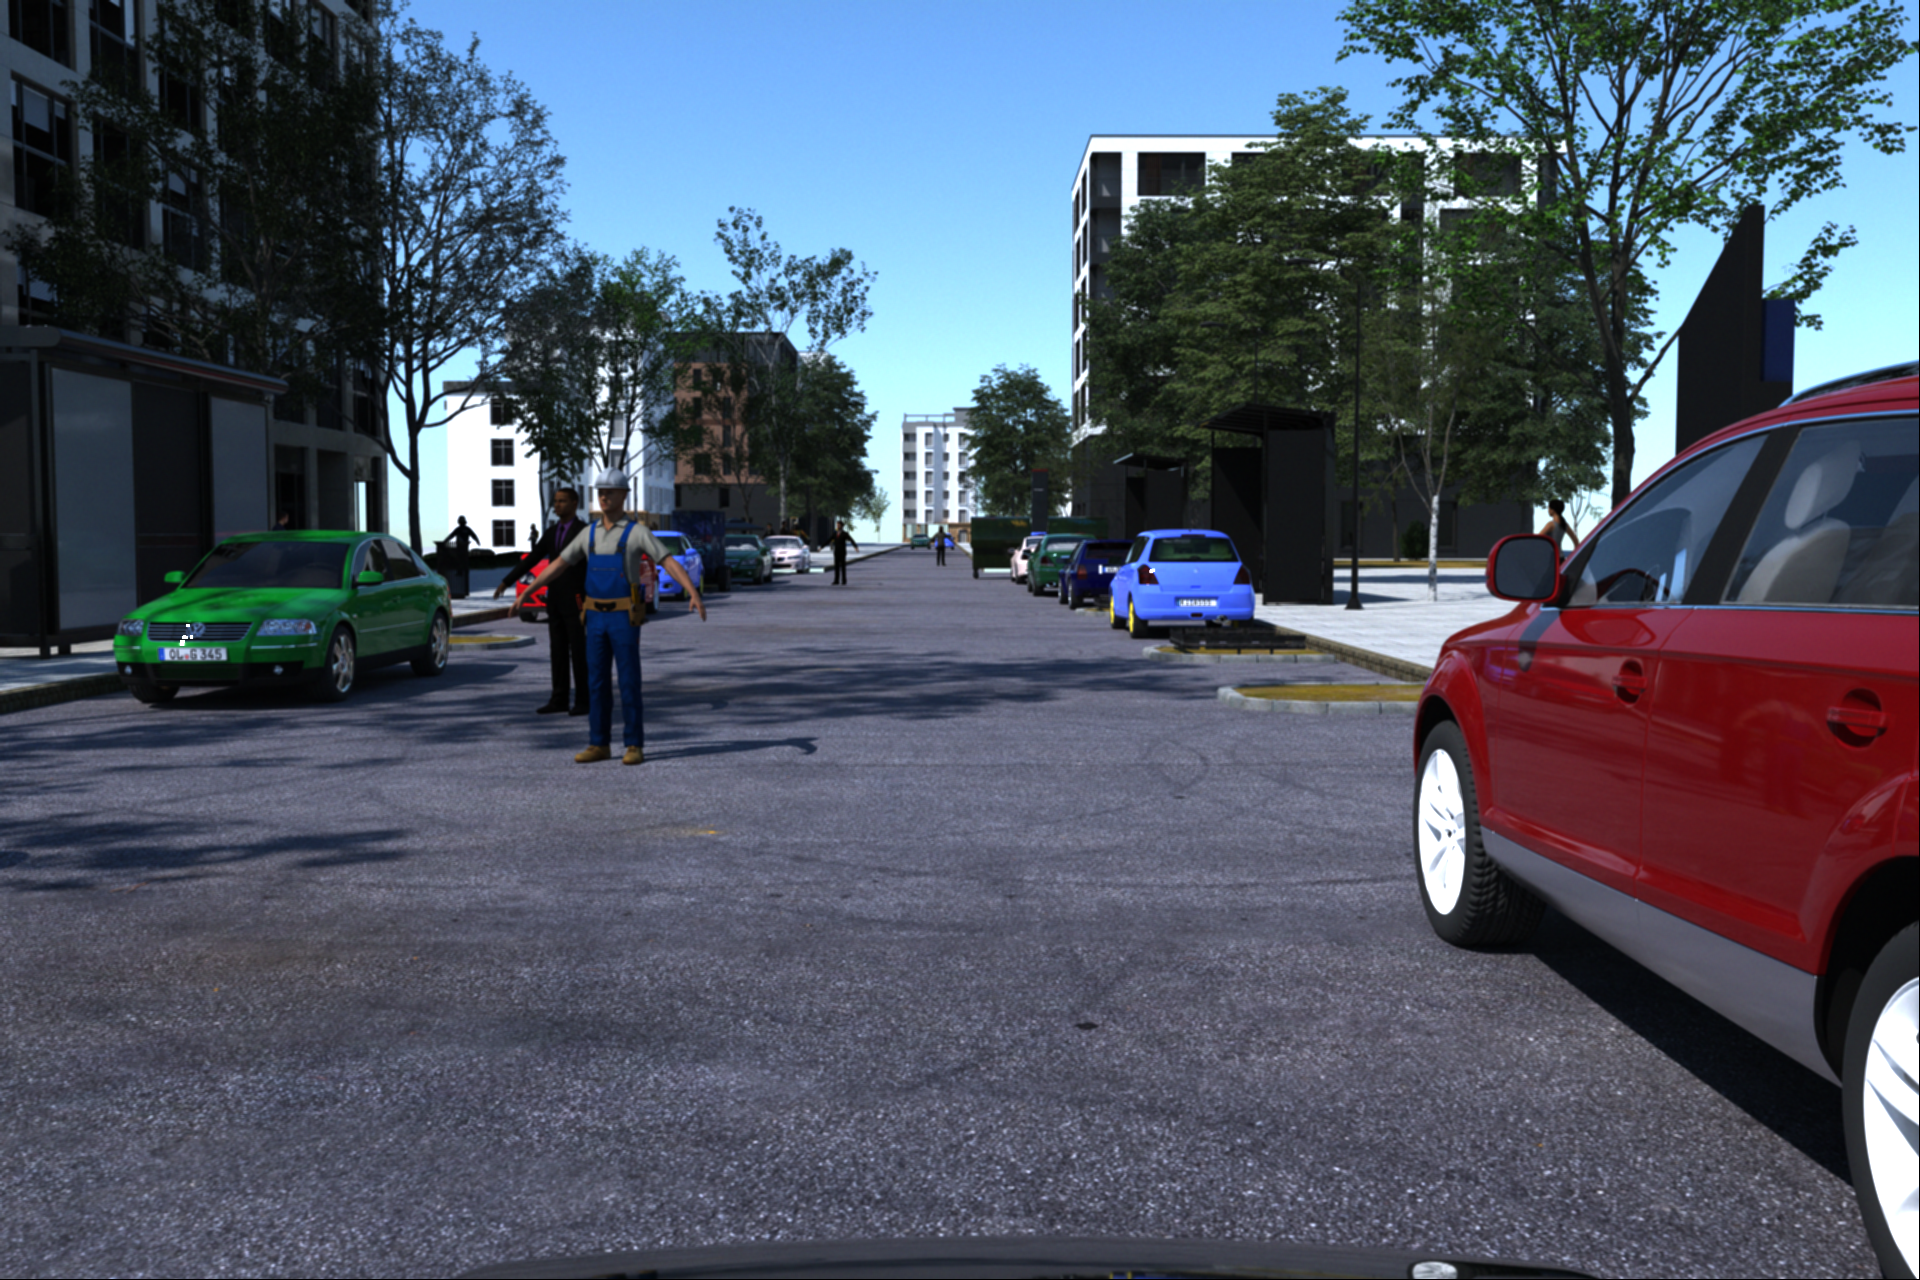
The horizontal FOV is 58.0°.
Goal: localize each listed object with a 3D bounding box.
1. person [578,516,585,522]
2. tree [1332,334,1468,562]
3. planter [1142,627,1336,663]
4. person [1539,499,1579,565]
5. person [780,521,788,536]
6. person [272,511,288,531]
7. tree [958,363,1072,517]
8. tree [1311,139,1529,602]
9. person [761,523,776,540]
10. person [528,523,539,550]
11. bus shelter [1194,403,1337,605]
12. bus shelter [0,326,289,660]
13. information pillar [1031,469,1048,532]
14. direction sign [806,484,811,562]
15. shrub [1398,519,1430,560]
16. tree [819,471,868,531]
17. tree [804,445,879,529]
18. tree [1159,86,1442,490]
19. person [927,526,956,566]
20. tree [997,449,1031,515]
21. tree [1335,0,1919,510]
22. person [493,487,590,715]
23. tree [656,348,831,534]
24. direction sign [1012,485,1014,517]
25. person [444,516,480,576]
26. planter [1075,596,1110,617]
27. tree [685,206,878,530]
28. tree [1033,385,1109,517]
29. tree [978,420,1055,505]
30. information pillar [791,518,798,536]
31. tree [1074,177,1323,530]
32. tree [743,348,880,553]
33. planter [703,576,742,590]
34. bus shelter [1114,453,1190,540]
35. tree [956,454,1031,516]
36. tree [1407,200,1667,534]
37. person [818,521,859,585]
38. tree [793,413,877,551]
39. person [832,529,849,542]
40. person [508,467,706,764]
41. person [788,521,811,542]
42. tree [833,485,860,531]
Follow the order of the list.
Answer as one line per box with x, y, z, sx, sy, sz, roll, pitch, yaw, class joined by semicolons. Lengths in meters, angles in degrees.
-7.201;-1.475;33.043;1.216;1.772;0.721;-3;4;-38;person
19.526;-8.811;78.470;7.601;10.594;8.767;1;4;16;tree
3.164;0.058;20.199;1.991;0.319;1.994;0;4;-1;planter
7.685;-0.966;22.598;1.217;1.737;0.721;-2;4;-31;person
-6.927;-3.821;68.615;0.704;1.812;1.346;0;4;-1;person
-12.603;-1.542;32.169;0.530;1.710;0.541;0;4;5;person
4.743;-13.569;128.511;9.857;13.997;8.962;0;3;0;tree
9.008;-5.025;32.518;4.360;8.622;3.978;0;3;0;tree
-9.458;-4.892;85.914;0.705;1.837;1.347;-3;5;-42;person
-22.846;-5.314;92.662;0.705;1.856;1.354;0;4;0;person
5.923;-2.623;34.163;1.731;3.624;6.357;0;4;-1;bus shelter
-10.095;-2.526;18.929;2.179;5.291;8.768;0;4;0;bus shelter
3.191;-4.891;69.353;0.750;3.857;0.750;0;4;-1;information pillar
-6.933;-5.300;78.647;0.379;3.537;0.876;0;3;0;direction sign
22.321;-4.944;84.872;1.661;2.075;1.752;0;3;0;shrub
-10.097;-11.944;145.654;4.737;8.622;4.395;0;3;0;tree
-10.674;-13.447;154.267;7.601;10.594;8.767;3;5;42;tree
8.704;-7.725;44.423;7.486;12.596;7.792;0;3;0;tree
-0.843;-4.241;77.922;1.348;1.813;0.705;-1;4;-19;person
4.802;-11.714;141.878;4.360;8.622;3.978;0;3;0;tree
8.812;-5.952;23.064;9.928;11.665;9.643;0;3;0;tree
-3.138;-0.313;13.795;1.346;1.802;0.704;2;4;28;person
-10.595;-9.298;86.434;8.767;10.594;7.601;-2;4;-26;tree
2.483;-5.453;81.151;0.379;3.537;0.876;0;4;-2;direction sign
-15.242;-2.883;53.001;0.704;1.845;1.351;3;5;42;person
3.077;-0.597;30.901;1.991;0.319;1.994;0;4;-1;planter
-11.981;-15.104;102.837;12.611;20.169;13.585;0;3;0;tree
5.317;-8.276;85.677;4.360;8.622;3.978;0;3;0;tree
5.181;-14.057;155.593;9.928;11.665;9.643;0;3;0;tree
-7.378;-4.445;77.171;0.304;2.012;0.304;0;4;1;information pillar
8.584;-9.517;62.262;9.857;13.997;8.962;0;3;0;tree
-10.178;-13.063;120.242;9.857;13.997;8.962;0;3;0;tree
-6.798;-1.497;45.620;1.991;0.319;1.994;0;4;-1;planter
5.864;-3.794;53.319;1.731;3.624;6.357;0;3;0;bus shelter
4.109;-14.412;170.048;8.767;10.594;7.601;-1;4;-23;tree
21.652;-9.753;66.115;9.857;13.997;8.962;0;3;0;tree
-3.398;-2.458;48.834;1.347;1.806;0.705;2;4;28;person
-10.197;-12.224;134.281;8.767;10.594;7.601;3;4;37;tree
-5.869;-4.796;84.377;0.705;1.833;1.349;2;4;31;person
-2.183;-0.156;10.861;1.347;1.847;0.705;1;4;16;person
-7.212;-4.317;76.350;1.354;1.858;0.705;0;4;2;person
-11.086;-12.979;162.573;4.737;8.622;4.395;0;3;0;tree
